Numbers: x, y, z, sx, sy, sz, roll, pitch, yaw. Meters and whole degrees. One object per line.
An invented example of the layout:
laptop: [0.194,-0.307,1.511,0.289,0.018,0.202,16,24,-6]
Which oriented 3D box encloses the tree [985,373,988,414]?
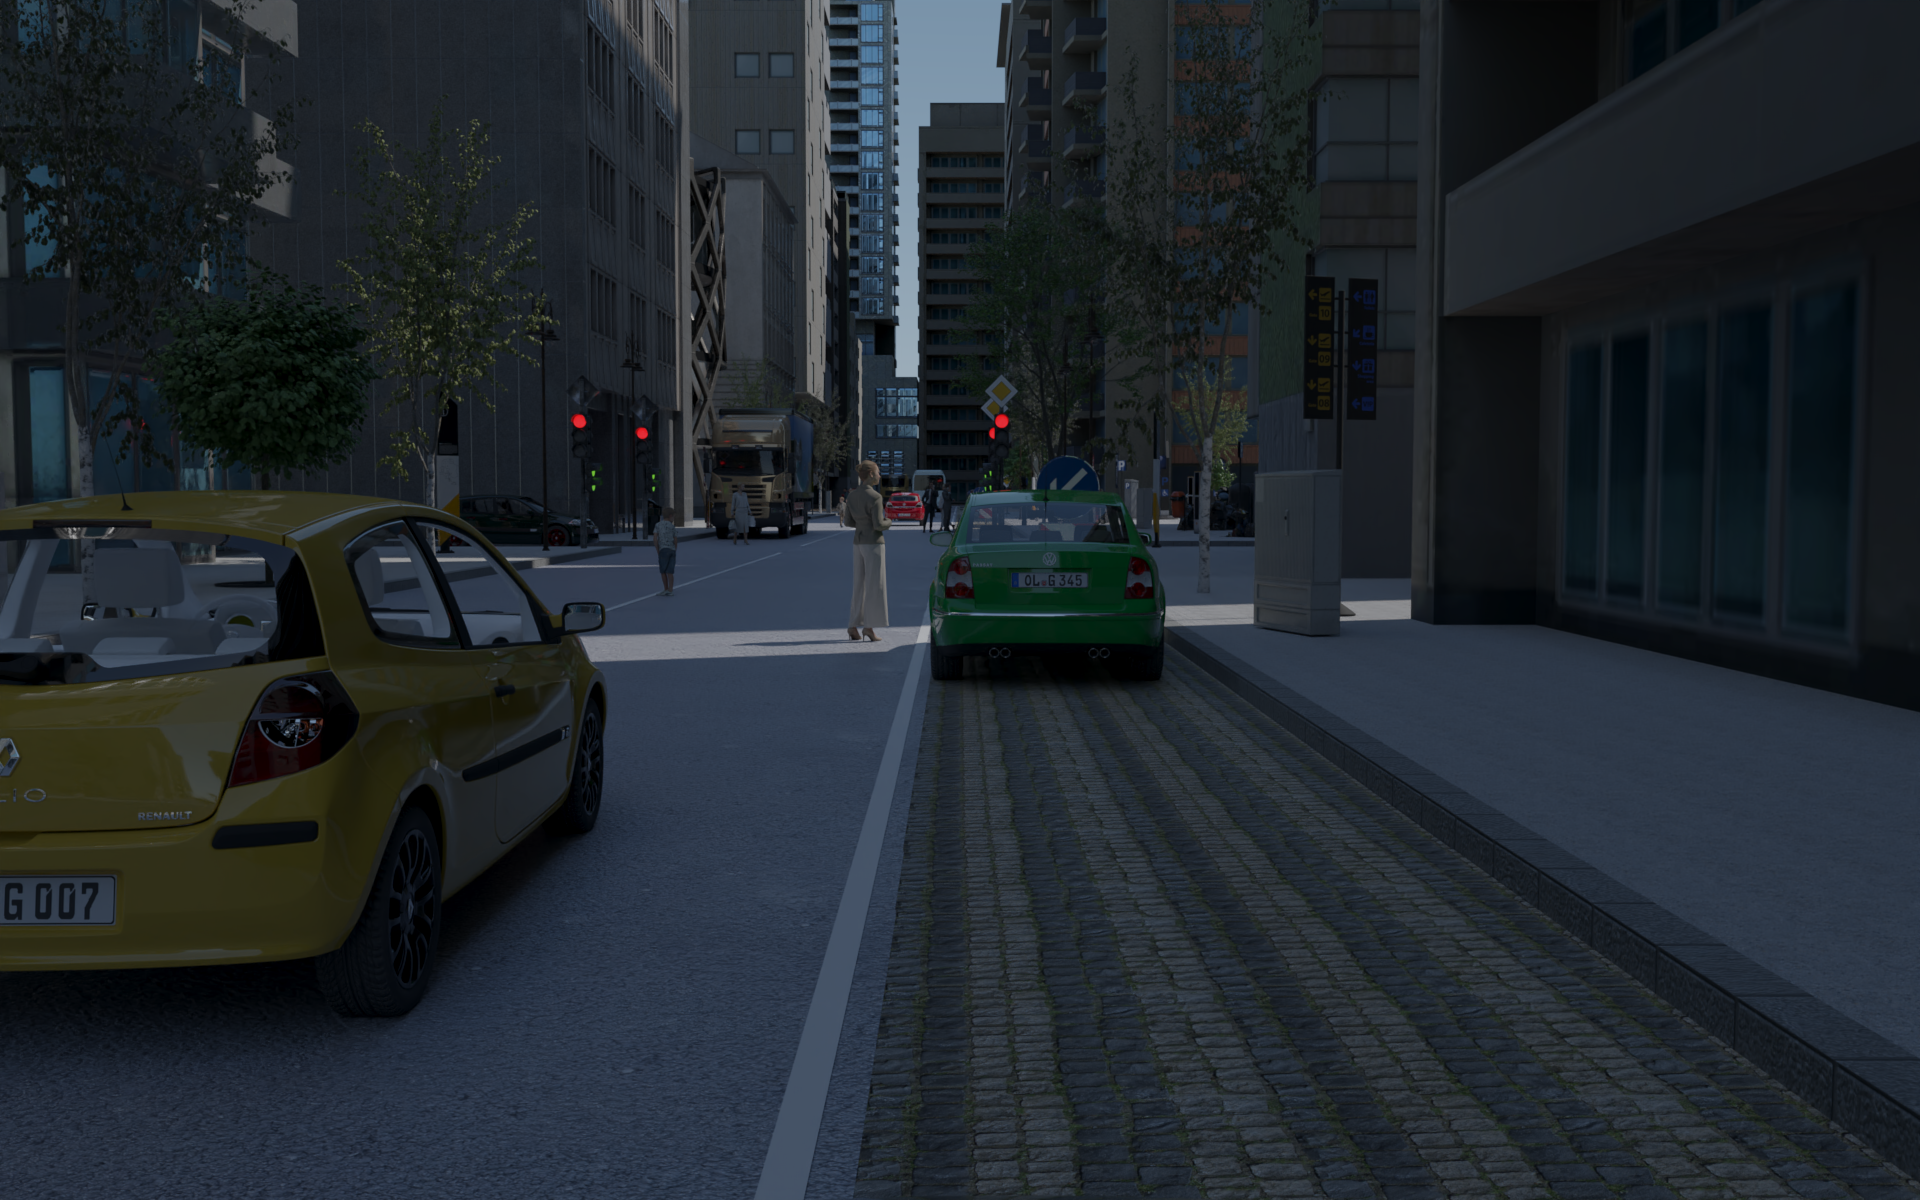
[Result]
tree: [3.114,-7.128,66.911,4.360,8.622,3.978,0,3,0]

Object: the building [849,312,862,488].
building: [-25.698,-20.811,185.306,28.899,21.520,27.650,0,3,0]

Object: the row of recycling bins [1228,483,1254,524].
row of recycling bins: [11.225,-3.619,66.282,1.069,1.692,3.534,2,4,29]

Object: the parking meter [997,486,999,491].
parking meter: [2.615,-6.623,113.992,0.399,1.863,0.255,0,4,1]

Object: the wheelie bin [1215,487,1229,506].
wheelie bin: [11.137,-3.989,73.132,0.693,1.594,0.980,-1,4,-17]

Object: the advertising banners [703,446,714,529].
advertising banners: [-9.380,-4.173,64.413,0.090,3.025,2.074,0,4,1]

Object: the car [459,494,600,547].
car: [-11.463,-2.135,44.698,4.222,1.686,2.009,0,4,-1]

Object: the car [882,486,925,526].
car: [-2.494,-4.278,78.982,2.155,1.783,4.494,0,4,-1]

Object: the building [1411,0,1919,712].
building: [15.288,-23.373,5.859,21.300,48.544,21.600,0,3,0]

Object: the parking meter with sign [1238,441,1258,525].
parking meter with sign: [10.073,-3.726,57.175,1.738,3.016,0.543,1,4,18]

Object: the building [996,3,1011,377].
building: [18.473,-36.410,184.535,28.713,52.752,27.495,0,3,0]

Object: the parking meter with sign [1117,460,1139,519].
parking meter with sign: [8.946,-5.739,90.095,0.543,3.016,1.738,3,5,44]

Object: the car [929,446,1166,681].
car: [0.694,-0.356,14.618,1.959,1.807,4.718,0,4,1]

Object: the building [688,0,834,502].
building: [-24.417,-33.491,136.813,28.713,52.752,27.495,0,3,0]

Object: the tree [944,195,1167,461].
tree: [3.280,-8.162,59.205,9.928,11.665,9.643,0,3,0]

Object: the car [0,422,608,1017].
car: [-2.373,0.249,6.156,2.015,1.641,3.980,0,4,-1]

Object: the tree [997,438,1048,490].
tree: [3.683,-6.605,91.713,4.285,4.588,4.351,0,3,0]

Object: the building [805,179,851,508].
building: [-17.478,-23.643,158.256,14.160,30.474,14.107,0,3,0]

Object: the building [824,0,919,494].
building: [-20.731,-55.359,217.796,31.000,86.520,22.319,0,3,0]

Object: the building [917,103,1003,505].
building: [5.569,-36.348,217.987,21.600,48.544,21.300,0,3,0]

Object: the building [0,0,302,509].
building: [-27.990,-24.888,26.527,30.456,49.044,23.786,0,3,0]

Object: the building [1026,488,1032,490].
building: [21.157,-27.237,137.206,32.217,40.220,23.993,0,3,0]

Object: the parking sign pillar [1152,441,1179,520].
parking sign pillar: [10.309,-6.044,87.293,1.447,3.967,1.447,0,4,5]

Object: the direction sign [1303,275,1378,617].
direction sign: [3.986,-1.602,18.189,0.876,3.537,0.379,-1,4,-21]

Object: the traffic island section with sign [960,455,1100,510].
traffic island section with sign: [1.005,-0.612,18.639,1.989,1.847,2.006,0,3,0]

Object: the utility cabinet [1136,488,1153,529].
utility cabinet: [6.794,-3.378,63.908,0.318,1.500,1.173,1,4,21]

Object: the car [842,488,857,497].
car: [-6.298,-6.145,109.137,2.281,1.827,5.304,0,4,-2]

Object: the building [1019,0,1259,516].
building: [14.958,-27.772,108.691,22.147,44.769,28.867,0,3,0]

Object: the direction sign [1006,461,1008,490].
direction sign: [3.030,-7.246,110.463,0.379,3.537,0.876,1,4,16]

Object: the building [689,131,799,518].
building: [-15.142,-15.428,101.406,9.793,20.994,18.267,0,3,0]

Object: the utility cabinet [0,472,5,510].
utility cabinet: [-9.634,-0.496,16.794,0.318,1.500,1.173,-1,4,-10]

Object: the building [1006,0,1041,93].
building: [15.193,-32.811,160.162,21.300,48.544,21.600,0,3,0]

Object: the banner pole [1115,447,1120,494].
banner pole: [8.403,-6.265,92.448,0.401,3.779,0.863,-1,4,-10]

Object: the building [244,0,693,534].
building: [-16.699,-14.722,58.733,12.078,24.808,19.932,0,3,0]

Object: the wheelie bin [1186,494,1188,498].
wheelie bin: [11.217,-4.564,82.531,0.980,1.594,0.693,2,4,25]

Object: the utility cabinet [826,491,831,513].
utility cabinet: [-8.779,-6.542,115.641,0.318,1.500,1.173,0,4,-3]

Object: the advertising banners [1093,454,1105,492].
advertising banners: [5.948,-4.805,74.745,0.090,3.025,2.074,-1,4,-13]

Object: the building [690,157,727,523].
building: [-19.130,-12.853,77.595,16.820,18.784,16.811,0,3,0]

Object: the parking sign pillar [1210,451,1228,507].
parking sign pillar: [13.861,-6.458,94.055,1.447,3.967,1.447,-1,4,-11]

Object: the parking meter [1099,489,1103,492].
parking meter: [6.798,-4.675,84.852,0.372,1.533,0.369,0,3,0]

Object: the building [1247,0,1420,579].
building: [12.418,-21.302,31.876,14.154,41.232,14.086,0,3,0]

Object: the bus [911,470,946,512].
bus: [-2.512,-8.841,139.411,2.948,3.499,13.247,0,4,-1]

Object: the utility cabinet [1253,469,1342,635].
utility cabinet: [3.106,-0.451,16.049,0.318,1.500,1.173,-1,4,-16]
